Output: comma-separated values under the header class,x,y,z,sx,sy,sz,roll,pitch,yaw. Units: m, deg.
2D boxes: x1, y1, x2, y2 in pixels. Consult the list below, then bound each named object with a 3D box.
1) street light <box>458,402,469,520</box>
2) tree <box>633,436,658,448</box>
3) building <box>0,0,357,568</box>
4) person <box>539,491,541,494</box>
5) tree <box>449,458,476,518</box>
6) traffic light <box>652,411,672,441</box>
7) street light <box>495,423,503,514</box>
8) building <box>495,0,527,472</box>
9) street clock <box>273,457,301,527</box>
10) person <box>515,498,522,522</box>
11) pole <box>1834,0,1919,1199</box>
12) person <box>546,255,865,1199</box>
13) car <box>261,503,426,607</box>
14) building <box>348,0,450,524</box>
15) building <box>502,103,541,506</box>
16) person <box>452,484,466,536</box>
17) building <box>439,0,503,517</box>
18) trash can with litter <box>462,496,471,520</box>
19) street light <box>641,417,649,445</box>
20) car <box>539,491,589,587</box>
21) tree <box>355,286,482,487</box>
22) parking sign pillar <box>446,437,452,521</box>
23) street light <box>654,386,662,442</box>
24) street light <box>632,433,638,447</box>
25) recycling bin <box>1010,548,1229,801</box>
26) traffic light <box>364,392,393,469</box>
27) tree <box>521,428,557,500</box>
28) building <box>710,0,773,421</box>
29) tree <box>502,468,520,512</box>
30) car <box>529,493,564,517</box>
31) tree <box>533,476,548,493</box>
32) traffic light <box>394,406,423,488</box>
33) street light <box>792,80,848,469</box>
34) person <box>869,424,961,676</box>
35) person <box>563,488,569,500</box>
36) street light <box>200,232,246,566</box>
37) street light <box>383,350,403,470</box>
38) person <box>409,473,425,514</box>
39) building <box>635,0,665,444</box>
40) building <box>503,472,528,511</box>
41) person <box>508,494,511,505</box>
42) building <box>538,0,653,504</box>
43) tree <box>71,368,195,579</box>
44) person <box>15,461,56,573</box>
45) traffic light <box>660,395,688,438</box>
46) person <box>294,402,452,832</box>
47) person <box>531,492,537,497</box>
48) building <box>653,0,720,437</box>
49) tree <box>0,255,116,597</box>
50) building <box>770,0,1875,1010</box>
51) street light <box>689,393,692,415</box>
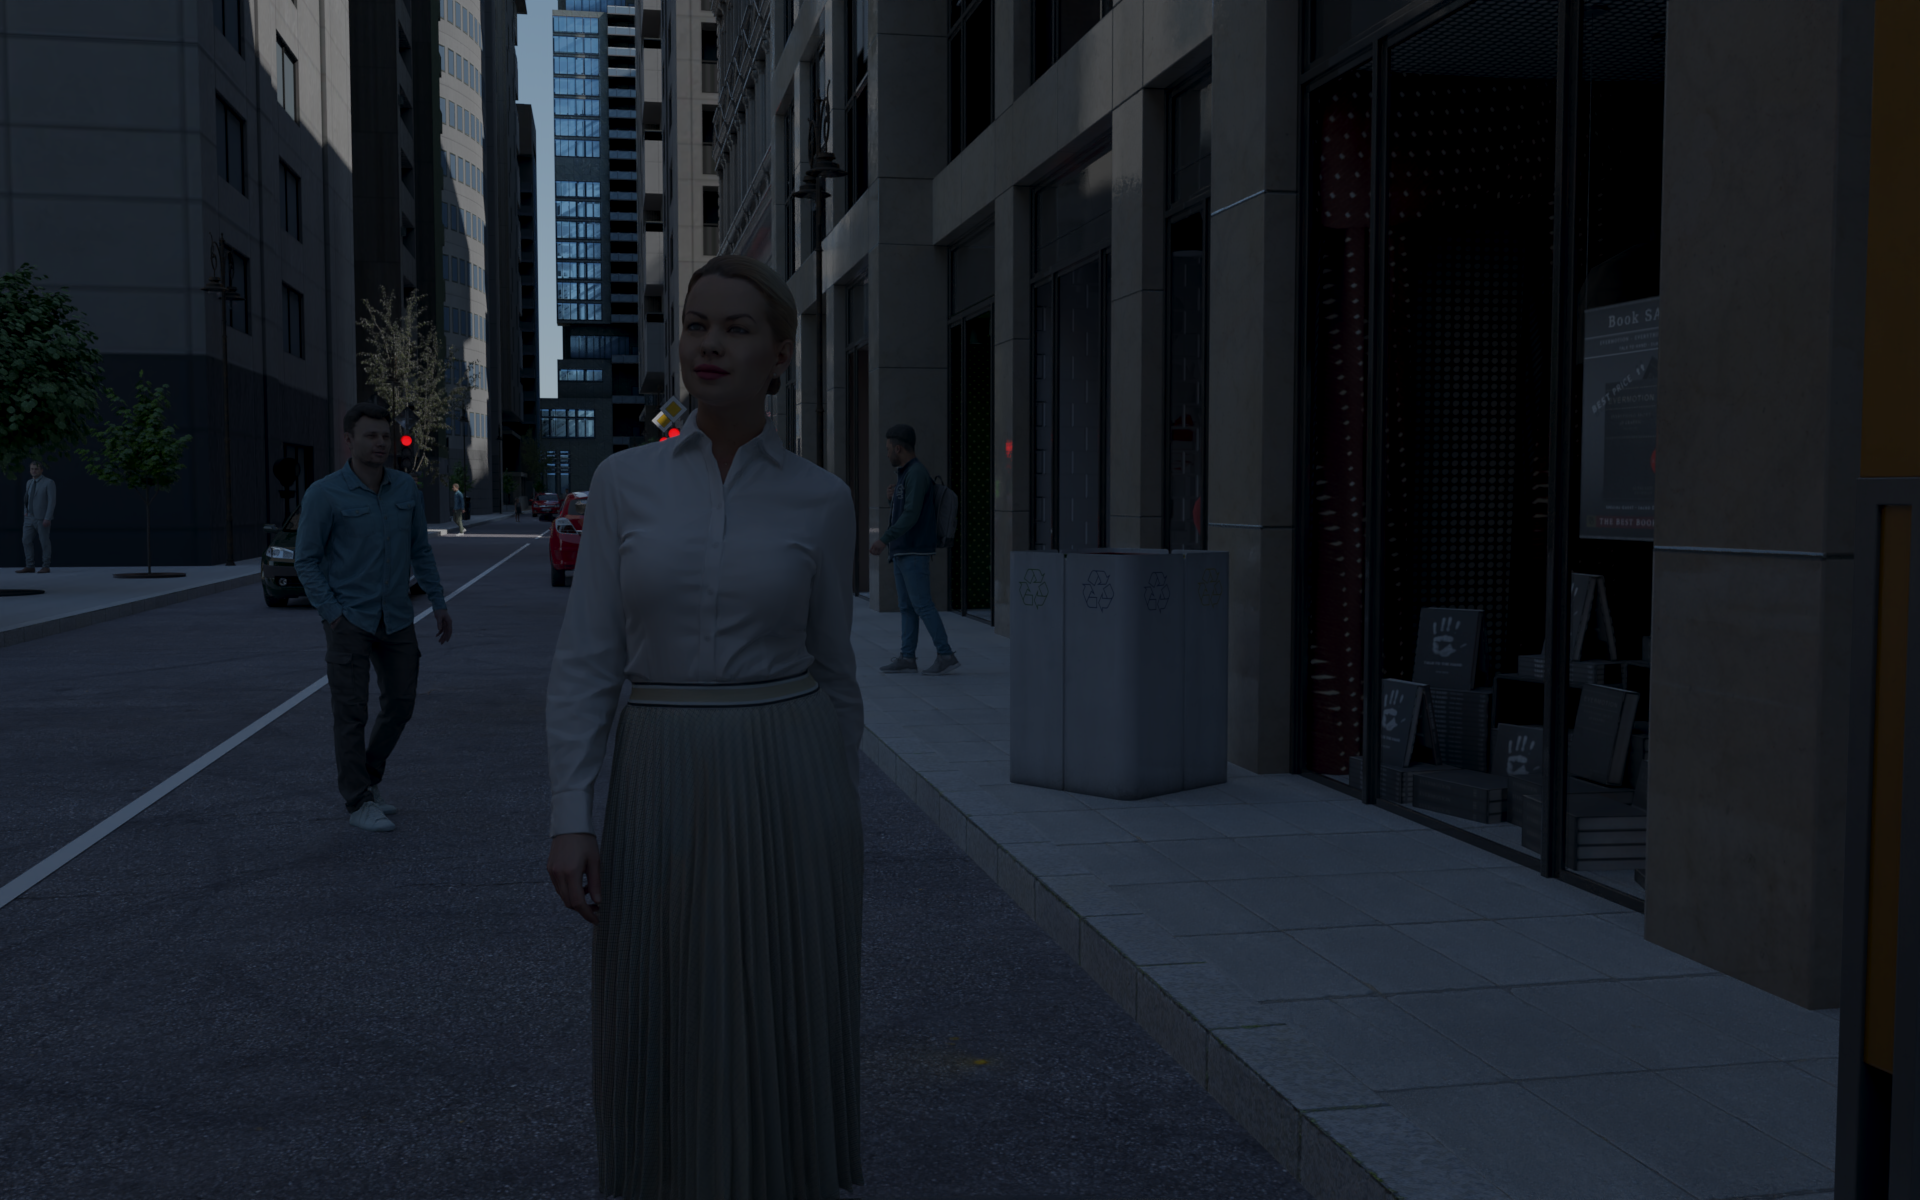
class,x,y,z,sx,sy,sz,roll,pitch,yaw
street light,-24.100,-6.818,84.263,0.468,5.910,1.993,-1,4,-12
tree,-17.363,-6.978,97.812,4.285,4.588,4.351,0,3,0
building,-25.341,-36.595,36.585,20.611,71.187,20.563,-1,4,-12
person,-33.248,-7.811,137.127,0.541,1.710,0.530,1,4,19
tree,-26.541,-5.978,92.349,1.663,3.219,1.824,0,3,0
traffic light,-9.773,-4.172,57.132,0.839,4.253,0.868,-1,4,-12
street light,-29.985,-8.569,112.890,0.468,5.910,1.993,-1,4,-12
building,-55.450,-35.048,162.271,28.713,52.752,27.495,-1,4,-12
street clock,-13.320,-1.819,34.316,0.358,2.002,0.471,3,5,43
person,-22.625,-4.621,88.729,0.362,1.253,0.373,-3,4,-38
pole,1.500,-0.538,2.637,0.158,3.312,0.155,0,3,0
person,-0.376,0.363,2.789,0.478,1.798,0.641,0,4,5
car,-8.210,-0.828,23.325,2.009,1.686,4.222,-1,4,-11
building,-29.024,-18.294,70.802,14.160,30.474,14.107,-1,4,-12
building,-54.706,-33.260,193.917,14.200,45.320,14.600,-1,4,-12
person,-17.170,-3.093,59.408,0.444,1.785,0.601,-1,4,-22
building,-40.085,-34.503,106.121,21.231,58.520,28.212,-1,4,-12
trash can with litter,-24.625,-4.562,85.970,0.624,1.170,1.055,-2,4,-25
street light,-18.592,-7.926,102.379,0.468,5.910,1.993,-1,4,-12
car,-5.807,-1.184,28.405,2.155,1.783,4.494,-1,4,-13
tree,-19.495,-6.806,61.638,4.360,8.622,3.978,0,3,0
parking sign pillar,-24.563,-5.660,81.017,1.447,3.967,1.447,3,5,40
street light,-12.853,-6.193,74.035,0.468,5.910,1.993,-1,4,-12
street light,-24.475,-9.645,130.476,0.468,5.910,1.993,-1,4,-12
recycling bin,0.706,0.297,7.693,0.722,1.027,0.722,-3,5,-45
traffic light,-16.051,-3.593,47.672,0.839,4.253,0.868,-1,4,-12
tree,-45.541,-14.415,186.053,4.737,8.622,4.395,0,3,0
building,-0.171,-12.943,40.493,11.050,23.489,19.941,-1,4,-12
tree,-33.000,-8.071,126.566,1.663,3.219,1.824,0,3,0
car,-25.882,-6.091,108.633,2.155,1.783,4.494,-1,4,-12
tree,-44.313,-11.527,183.067,1.663,3.219,1.824,0,3,0
traffic light,-17.665,-4.072,55.493,0.839,4.253,0.868,-1,4,-12
street light,-1.614,-2.882,19.902,0.468,5.910,1.993,-1,4,-12
person,-0.346,-0.366,12.383,0.721,1.781,0.623,-1,4,-16
person,-25.646,-6.379,112.972,0.511,1.800,0.466,-3,5,-44
street light,-13.046,-3.548,30.798,0.468,5.910,1.993,-1,4,-12
street light,-18.202,-5.074,55.747,0.468,5.910,1.993,-1,4,-12
person,-9.178,-1.228,28.917,0.601,1.785,0.444,-3,5,-43
building,-7.875,-32.241,116.374,28.713,52.752,27.495,-1,4,-12
building,-51.370,-27.238,137.216,32.217,40.220,23.993,-1,4,-12
person,-48.937,-11.098,188.311,0.721,1.723,1.217,-1,4,-15
building,-39.794,-55.588,221.536,31.000,86.520,22.319,-1,4,-12
tree,-12.559,-1.968,26.785,1.663,3.219,1.824,0,3,0
person,-14.955,-1.343,28.094,0.635,1.810,0.391,1,4,10
traffic light,-8.159,-3.694,49.311,0.839,4.253,0.868,-1,4,-12
person,-2.595,0.058,7.575,0.620,1.820,0.660,3,4,36
person,-46.220,-11.123,188.628,1.217,1.743,0.721,1,4,20
building,-21.293,-44.499,165.816,20.563,71.187,20.611,-1,4,-12
tree,-12.532,-2.344,22.031,4.285,4.588,4.351,0,3,0
building,9.576,-12.862,14.815,19.350,26.468,34.151,-1,4,-12
street light,-7.600,-4.652,48.841,0.468,5.910,1.993,-1,4,-12
